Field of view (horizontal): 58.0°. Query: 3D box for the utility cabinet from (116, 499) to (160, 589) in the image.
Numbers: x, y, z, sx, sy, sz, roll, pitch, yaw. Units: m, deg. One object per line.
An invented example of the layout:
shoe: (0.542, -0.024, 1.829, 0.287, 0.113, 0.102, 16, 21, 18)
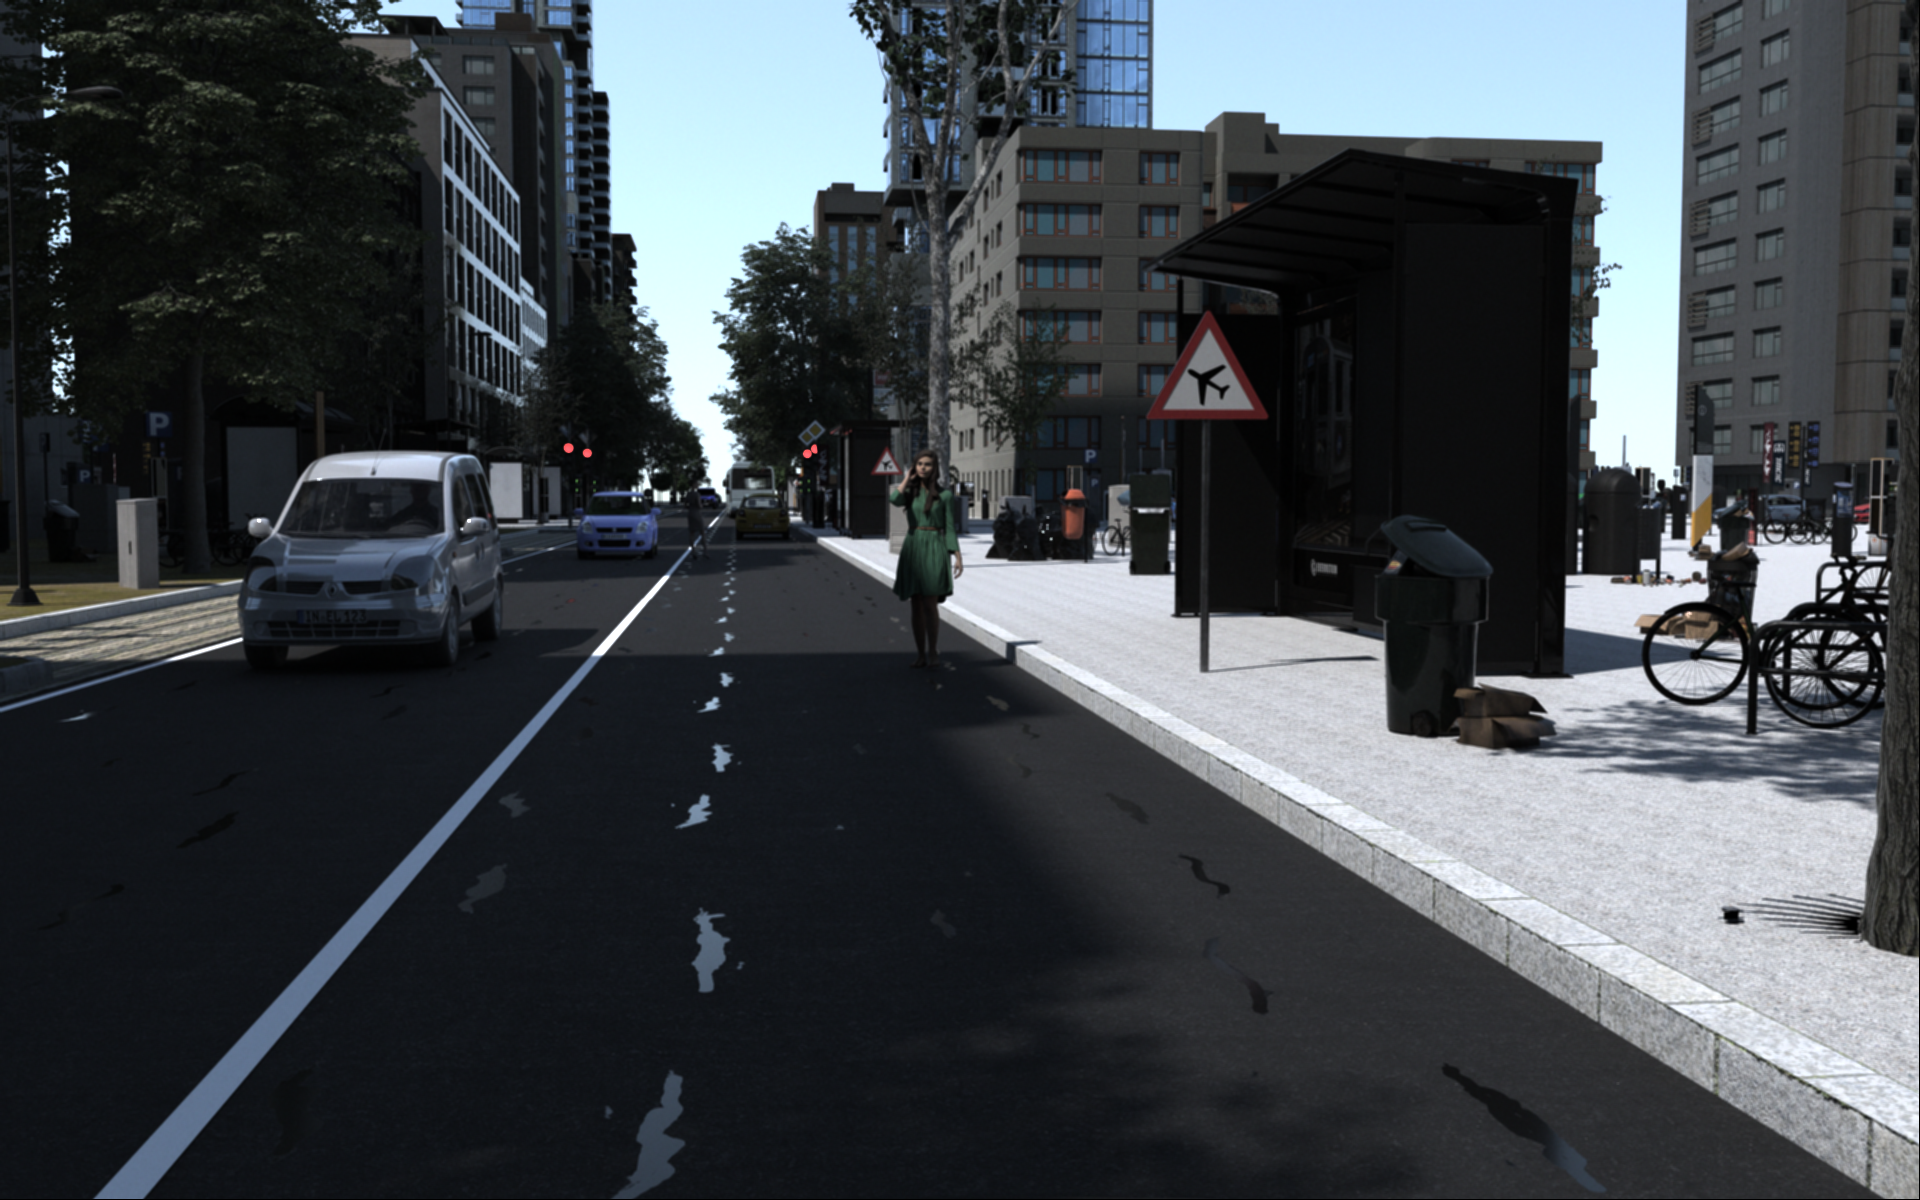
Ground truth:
utility cabinet: (-11.284, -0.770, 23.756, 0.306, 1.237, 1.020, -3, 4, -39)

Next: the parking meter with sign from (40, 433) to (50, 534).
parking meter with sign: (-25.509, -3.288, 50.021, 0.543, 3.016, 1.738, 3, 5, 44)

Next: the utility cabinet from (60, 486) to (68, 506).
utility cabinet: (-23.646, -2.335, 46.849, 1.173, 1.500, 0.318, -2, 4, -24)

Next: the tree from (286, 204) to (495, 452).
tree: (-14.658, -5.694, 43.457, 4.360, 8.622, 3.978, 0, 3, 0)

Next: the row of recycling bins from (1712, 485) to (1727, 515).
row of recycling bins: (34.900, -4.466, 80.134, 1.069, 1.692, 3.534, 2, 4, 29)

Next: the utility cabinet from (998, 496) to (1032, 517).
utility cabinet: (1.539, -2.250, 47.944, 1.020, 1.237, 0.306, -3, 5, -42)

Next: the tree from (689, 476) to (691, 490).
tree: (-40.031, -16.054, 246.187, 4.285, 4.588, 4.351, 0, 3, 0)

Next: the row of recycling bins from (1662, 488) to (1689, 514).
row of recycling bins: (46.579, -6.352, 110.970, 1.069, 1.692, 3.534, -3, 5, -40)

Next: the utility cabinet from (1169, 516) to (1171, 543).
utility cabinet: (5.260, -2.105, 45.572, 0.306, 1.237, 1.020, -1, 4, -11)

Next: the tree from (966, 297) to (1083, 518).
tree: (2.474, -6.948, 63.964, 4.737, 8.622, 4.395, 0, 3, 0)

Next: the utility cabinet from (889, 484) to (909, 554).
utility cabinet: (-1.042, -1.707, 36.584, 0.318, 1.500, 1.173, -3, 4, -38)

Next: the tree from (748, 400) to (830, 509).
tree: (-13.658, -12.613, 140.629, 7.601, 10.594, 8.767, -1, 4, -11)

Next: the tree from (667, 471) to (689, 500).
tree: (-37.047, -14.160, 215.234, 4.285, 4.588, 4.351, 0, 3, 0)

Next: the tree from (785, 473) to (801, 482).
tree: (-12.878, -8.590, 135.051, 1.663, 3.219, 1.824, 0, 3, 0)

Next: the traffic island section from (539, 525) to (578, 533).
traffic island section: (-14.499, -2.575, 64.376, 2.009, 0.180, 2.903, 0, 4, -7)

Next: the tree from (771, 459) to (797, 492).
tree: (-17.173, -11.251, 167.667, 4.285, 4.588, 4.351, 0, 3, 0)

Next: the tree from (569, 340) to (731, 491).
tree: (-26.523, -13.923, 138.014, 12.009, 13.543, 11.850, 0, 3, 0)

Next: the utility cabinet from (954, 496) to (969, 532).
utility cabinet: (-0.132, -2.929, 59.045, 0.306, 1.237, 1.020, -3, 4, -37)

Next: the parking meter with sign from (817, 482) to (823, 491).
parking meter with sign: (-8.707, -6.755, 106.699, 1.738, 3.016, 0.543, 3, 5, 41)

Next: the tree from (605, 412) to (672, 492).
tree: (-30.617, -13.957, 162.605, 7.601, 10.594, 8.767, -3, 4, -38)

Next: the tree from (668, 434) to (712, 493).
tree: (-47.679, -23.556, 302.155, 9.611, 12.733, 9.660, 0, 3, 0)

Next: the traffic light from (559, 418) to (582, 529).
traffic light: (-14.458, -4.607, 64.246, 0.839, 4.253, 0.868, 0, 4, -7)

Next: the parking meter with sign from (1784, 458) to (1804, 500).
parking meter with sign: (40.214, -5.345, 83.654, 0.543, 3.016, 1.738, -1, 4, -9)

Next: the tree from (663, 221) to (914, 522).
tree: (-7.010, -10.641, 80.639, 9.857, 13.997, 8.962, 0, 3, 0)

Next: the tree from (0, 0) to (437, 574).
tree: (-11.986, -6.707, 27.793, 7.486, 12.596, 7.792, 0, 3, 0)

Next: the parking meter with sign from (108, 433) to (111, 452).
parking meter with sign: (-24.405, -3.194, 48.476, 0.543, 3.016, 1.738, 0, 4, -3)

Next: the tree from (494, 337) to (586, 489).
tree: (-19.793, -8.035, 81.741, 4.360, 8.622, 3.978, 0, 3, 0)

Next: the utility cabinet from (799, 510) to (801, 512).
utility cabinet: (-12.584, -7.476, 133.401, 0.306, 1.237, 1.020, 2, 4, 32)

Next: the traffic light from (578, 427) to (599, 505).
traffic light: (-15.472, -5.092, 72.167, 0.839, 4.253, 0.868, 0, 4, -7)

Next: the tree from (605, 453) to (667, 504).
tree: (-24.823, -8.778, 127.229, 4.285, 4.588, 4.351, 0, 3, 0)

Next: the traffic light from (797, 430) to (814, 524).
traffic light: (-6.486, -5.163, 73.329, 0.839, 4.253, 0.868, 0, 4, -7)

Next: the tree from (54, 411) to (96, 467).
tree: (-30.623, -4.537, 57.886, 4.285, 4.588, 4.351, 0, 3, 0)

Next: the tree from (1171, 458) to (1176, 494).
tree: (10.356, -5.284, 80.987, 1.663, 3.219, 1.824, 0, 3, 0)

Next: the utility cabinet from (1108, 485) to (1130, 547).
utility cabinet: (3.995, -2.020, 41.713, 0.318, 1.500, 1.173, -2, 4, -26)

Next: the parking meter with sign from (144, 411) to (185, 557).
parking meter with sign: (-16.337, -2.434, 36.060, 1.738, 3.016, 0.543, 3, 5, 44)

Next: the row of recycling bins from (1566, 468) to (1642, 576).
row of recycling bins: (9.068, -1.266, 27.806, 3.534, 1.692, 1.069, 1, 4, 10)

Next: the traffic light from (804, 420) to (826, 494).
traffic light: (-5.472, -4.678, 65.408, 0.839, 4.253, 0.868, 0, 4, -7)

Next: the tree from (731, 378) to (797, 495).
tree: (-18.914, -16.433, 179.056, 12.009, 13.543, 11.850, 0, 3, 0)

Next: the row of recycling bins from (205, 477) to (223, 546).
row of recycling bins: (-17.926, -2.219, 43.394, 1.069, 1.692, 3.534, 0, 4, -4)

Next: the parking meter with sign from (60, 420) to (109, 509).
parking meter with sign: (-20.992, -2.760, 41.394, 0.543, 3.016, 1.738, -3, 5, -43)

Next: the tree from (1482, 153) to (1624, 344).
tree: (11.874, -5.313, 37.231, 4.360, 8.622, 3.978, 0, 3, 0)

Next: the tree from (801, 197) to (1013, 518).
tree: (-1.124, -5.697, 43.506, 4.360, 8.622, 3.978, 0, 3, 0)

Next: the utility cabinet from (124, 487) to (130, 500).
utility cabinet: (-26.264, -2.743, 53.523, 0.318, 1.500, 1.173, 2, 4, 28)

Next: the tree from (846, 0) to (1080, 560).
tree: (1.092, -10.614, 29.431, 12.611, 20.169, 13.585, 0, 3, 0)

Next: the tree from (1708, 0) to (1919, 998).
tree: (2.958, -4.823, 4.607, 9.928, 11.665, 9.643, 0, 3, 0)

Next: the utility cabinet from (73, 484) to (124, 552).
utility cabinet: (-18.925, -1.792, 37.979, 1.173, 1.500, 0.318, 2, 4, 29)

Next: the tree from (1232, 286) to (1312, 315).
tree: (8.998, -6.006, 48.552, 4.360, 8.622, 3.978, 0, 3, 0)

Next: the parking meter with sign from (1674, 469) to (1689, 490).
parking meter with sign: (50.169, -7.534, 119.436, 0.543, 3.016, 1.738, -3, 5, -41)

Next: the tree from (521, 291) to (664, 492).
tree: (-22.808, -12.376, 109.010, 9.857, 13.997, 8.962, 0, 3, 0)
